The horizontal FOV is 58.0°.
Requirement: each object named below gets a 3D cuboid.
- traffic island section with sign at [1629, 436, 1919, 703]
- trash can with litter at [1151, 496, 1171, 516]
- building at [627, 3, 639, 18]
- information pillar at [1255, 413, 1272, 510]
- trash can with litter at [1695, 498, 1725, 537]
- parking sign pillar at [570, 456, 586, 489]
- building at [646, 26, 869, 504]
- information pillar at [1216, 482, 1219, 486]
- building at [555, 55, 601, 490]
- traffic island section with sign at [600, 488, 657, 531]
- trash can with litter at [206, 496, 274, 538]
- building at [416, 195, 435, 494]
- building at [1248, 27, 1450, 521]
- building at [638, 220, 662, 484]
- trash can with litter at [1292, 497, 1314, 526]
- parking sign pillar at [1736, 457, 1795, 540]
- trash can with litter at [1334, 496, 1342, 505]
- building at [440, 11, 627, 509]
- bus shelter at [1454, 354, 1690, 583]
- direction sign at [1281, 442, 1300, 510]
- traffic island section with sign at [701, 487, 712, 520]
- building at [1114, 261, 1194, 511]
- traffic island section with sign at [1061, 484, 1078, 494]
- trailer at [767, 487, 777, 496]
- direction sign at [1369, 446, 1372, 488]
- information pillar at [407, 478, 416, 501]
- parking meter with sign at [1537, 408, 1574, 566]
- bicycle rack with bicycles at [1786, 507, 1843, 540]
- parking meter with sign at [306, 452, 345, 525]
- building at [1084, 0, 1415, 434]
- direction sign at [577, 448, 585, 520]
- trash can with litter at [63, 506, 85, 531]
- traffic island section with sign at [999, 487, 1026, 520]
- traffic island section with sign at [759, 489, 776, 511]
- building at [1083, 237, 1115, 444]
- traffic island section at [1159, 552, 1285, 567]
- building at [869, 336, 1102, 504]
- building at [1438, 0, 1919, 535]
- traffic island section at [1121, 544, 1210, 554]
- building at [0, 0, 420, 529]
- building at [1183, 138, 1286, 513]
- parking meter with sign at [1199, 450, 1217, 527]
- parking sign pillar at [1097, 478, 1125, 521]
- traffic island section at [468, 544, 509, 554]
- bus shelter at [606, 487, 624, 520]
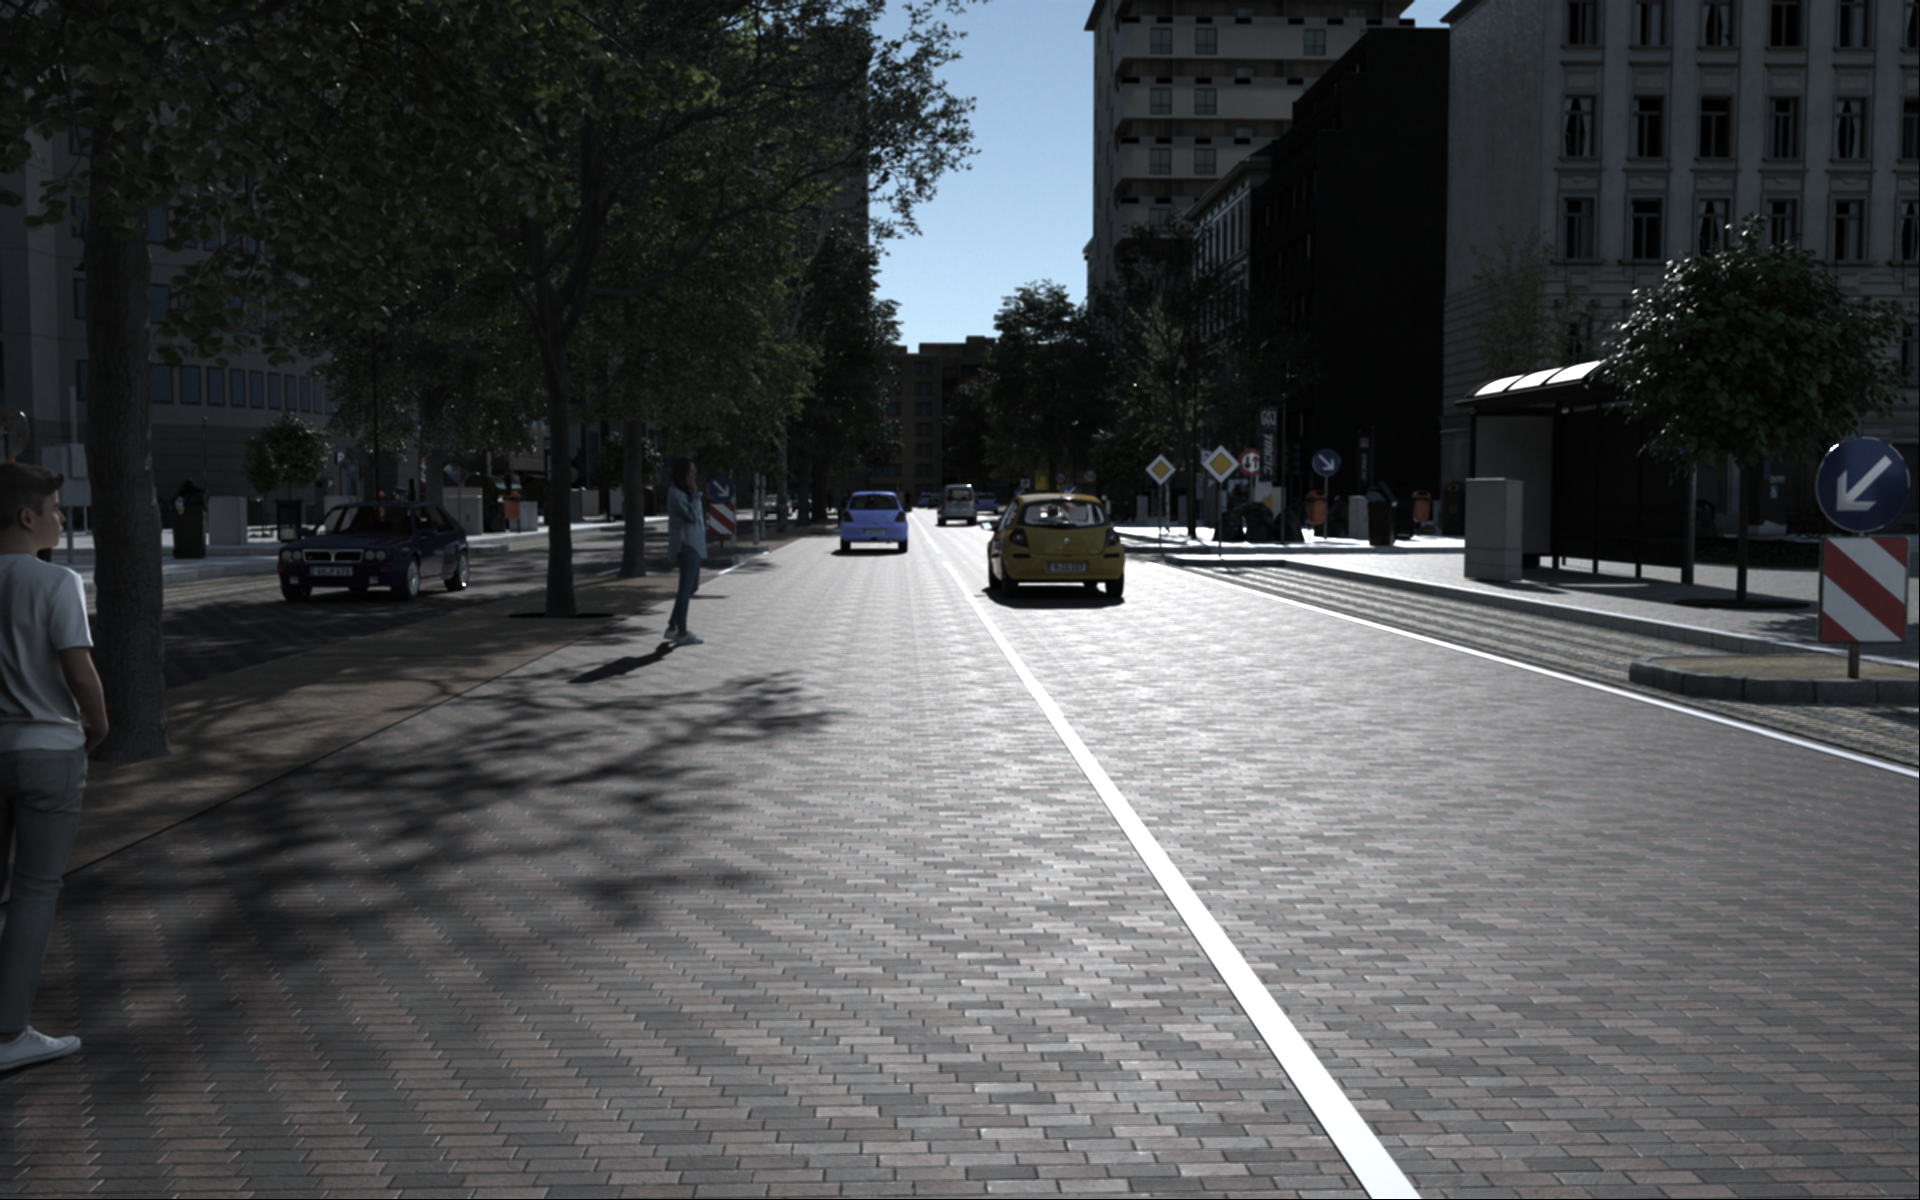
[{"bbox_3d":[6.102,-0.252,12.744,1.989,1.847,2.006,0,4,-2],"label":"traffic island section with sign"},{"bbox_3d":[11.496,-5.522,101.346,1.678,1.210,2.233,1,4,20],"label":"trash can with litter"},{"bbox_3d":[-50.082,-47.826,220.211,20.611,71.187,20.563,0,4,-2],"label":"building"},{"bbox_3d":[8.750,-3.588,50.012,0.504,3.616,0.183,0,4,7],"label":"information pillar"},{"bbox_3d":[19.747,-2.101,45.734,1.055,1.170,0.624,-2,4,-31],"label":"trash can with litter"},{"bbox_3d":[-25.805,-7.795,115.919,1.447,3.967,1.447,3,5,39],"label":"parking sign pillar"},{"bbox_3d":[-25.696,-41.575,221.750,28.212,58.520,21.231,0,4,-2],"label":"building"},{"bbox_3d":[15.070,-5.951,101.791,0.304,2.012,0.304,3,5,41],"label":"information pillar"},{"bbox_3d":[-39.336,-50.005,130.253,22.319,86.520,31.000,0,4,-2],"label":"building"},{"bbox_3d":[-12.867,-3.600,67.492,1.989,1.847,2.006,0,4,-2],"label":"traffic island section with sign"},{"bbox_3d":[-21.191,-2.452,51.146,2.233,1.210,1.678,0,4,0],"label":"trash can with litter"},{"bbox_3d":[-32.721,-27.755,103.904,14.600,45.320,14.200,0,4,-2],"label":"building"},{"bbox_3d":[22.910,-15.972,90.816,12.332,23.373,15.834,0,4,-2],"label":"building"},{"bbox_3d":[-37.753,-24.672,175.082,14.107,30.474,14.160,0,4,-2],"label":"building"},{"bbox_3d":[13.756,-3.518,68.900,1.055,1.170,0.624,2,4,32],"label":"trash can with litter"},{"bbox_3d":[21.494,-3.525,46.110,1.447,3.967,1.447,-2,4,-34],"label":"parking sign pillar"},{"bbox_3d":[12.870,-2.951,59.301,1.678,1.210,2.233,0,4,6],"label":"trash can with litter"},{"bbox_3d":[-37.253,-30.839,154.321,14.600,45.320,14.200,0,4,-2],"label":"building"},{"bbox_3d":[9.651,-2.041,27.288,2.014,3.302,5.546,0,4,-2],"label":"bus shelter"},{"bbox_3d":[14.277,-5.069,74.881,0.876,3.537,0.379,-1,4,-13],"label":"direction sign"},{"bbox_3d":[-13.862,-5.274,94.863,1.989,1.847,2.006,0,4,-2],"label":"traffic island section with sign"},{"bbox_3d":[28.234,-18.175,142.208,27.650,21.520,28.899,0,4,-2],"label":"building"},{"bbox_3d":[4.106,-3.613,67.697,1.989,1.847,2.006,0,4,-2],"label":"traffic island section with sign"},{"bbox_3d":[-16.158,-8.712,149.485,1.471,1.999,3.904,0,4,-4],"label":"trailer"},{"bbox_3d":[19.166,-5.443,80.983,0.379,3.537,0.876,2,4,25],"label":"direction sign"},{"bbox_3d":[-24.497,-4.457,77.364,0.304,2.012,0.304,-2,4,-25],"label":"information pillar"},{"bbox_3d":[10.056,-2.134,31.156,1.738,3.016,0.543,0,4,3],"label":"parking meter with sign"},{"bbox_3d":[23.907,-2.215,49.602,2.852,0.926,2.925,-3,5,-44],"label":"bicycle rack with bicycles"},{"bbox_3d":[-26.374,-4.624,71.858,1.738,3.016,0.543,1,4,19],"label":"parking meter with sign"},{"bbox_3d":[27.814,-35.484,169.402,28.713,52.752,27.495,0,4,-2],"label":"building"},{"bbox_3d":[-18.511,-5.660,84.543,0.379,3.537,0.876,-2,4,-30],"label":"direction sign"},{"bbox_3d":[-31.262,-3.021,60.451,1.678,1.210,2.233,0,4,3],"label":"trash can with litter"},{"bbox_3d":[3.125,-5.261,94.644,1.989,1.847,2.006,0,4,-2],"label":"traffic island section with sign"},{"bbox_3d":[-15.668,-8.311,144.515,1.989,1.847,2.006,0,4,-2],"label":"traffic island section with sign"},{"bbox_3d":[29.401,-32.862,229.179,23.993,40.220,32.217,0,4,-2],"label":"building"},{"bbox_3d":[5.290,-0.786,35.135,2.009,0.180,2.903,0,4,-2],"label":"traffic island section"},{"bbox_3d":[2.729,-23.360,226.972,28.899,21.520,27.650,0,4,-2],"label":"building"},{"bbox_3d":[26.752,-12.835,59.008,18.267,20.994,9.793,0,4,-2],"label":"building"},{"bbox_3d":[5.000,-1.274,43.115,2.009,0.180,2.903,0,4,-2],"label":"traffic island section"},{"bbox_3d":[-38.090,-32.547,74.135,21.231,58.520,28.212,0,4,-2],"label":"building"},{"bbox_3d":[20.967,-17.109,108.609,11.050,23.489,19.941,0,4,-2],"label":"building"},{"bbox_3d":[9.766,-4.379,67.851,0.543,3.016,1.738,0,4,-1],"label":"parking meter with sign"},{"bbox_3d":[7.317,-5.844,84.019,1.447,3.967,1.447,1,4,13],"label":"parking sign pillar"},{"bbox_3d":[-12.280,-1.236,42.493,2.009,0.180,2.903,0,4,-2],"label":"traffic island section"},{"bbox_3d":[-16.938,-5.795,88.672,2.014,3.302,5.546,0,4,-2],"label":"bus shelter"}]
